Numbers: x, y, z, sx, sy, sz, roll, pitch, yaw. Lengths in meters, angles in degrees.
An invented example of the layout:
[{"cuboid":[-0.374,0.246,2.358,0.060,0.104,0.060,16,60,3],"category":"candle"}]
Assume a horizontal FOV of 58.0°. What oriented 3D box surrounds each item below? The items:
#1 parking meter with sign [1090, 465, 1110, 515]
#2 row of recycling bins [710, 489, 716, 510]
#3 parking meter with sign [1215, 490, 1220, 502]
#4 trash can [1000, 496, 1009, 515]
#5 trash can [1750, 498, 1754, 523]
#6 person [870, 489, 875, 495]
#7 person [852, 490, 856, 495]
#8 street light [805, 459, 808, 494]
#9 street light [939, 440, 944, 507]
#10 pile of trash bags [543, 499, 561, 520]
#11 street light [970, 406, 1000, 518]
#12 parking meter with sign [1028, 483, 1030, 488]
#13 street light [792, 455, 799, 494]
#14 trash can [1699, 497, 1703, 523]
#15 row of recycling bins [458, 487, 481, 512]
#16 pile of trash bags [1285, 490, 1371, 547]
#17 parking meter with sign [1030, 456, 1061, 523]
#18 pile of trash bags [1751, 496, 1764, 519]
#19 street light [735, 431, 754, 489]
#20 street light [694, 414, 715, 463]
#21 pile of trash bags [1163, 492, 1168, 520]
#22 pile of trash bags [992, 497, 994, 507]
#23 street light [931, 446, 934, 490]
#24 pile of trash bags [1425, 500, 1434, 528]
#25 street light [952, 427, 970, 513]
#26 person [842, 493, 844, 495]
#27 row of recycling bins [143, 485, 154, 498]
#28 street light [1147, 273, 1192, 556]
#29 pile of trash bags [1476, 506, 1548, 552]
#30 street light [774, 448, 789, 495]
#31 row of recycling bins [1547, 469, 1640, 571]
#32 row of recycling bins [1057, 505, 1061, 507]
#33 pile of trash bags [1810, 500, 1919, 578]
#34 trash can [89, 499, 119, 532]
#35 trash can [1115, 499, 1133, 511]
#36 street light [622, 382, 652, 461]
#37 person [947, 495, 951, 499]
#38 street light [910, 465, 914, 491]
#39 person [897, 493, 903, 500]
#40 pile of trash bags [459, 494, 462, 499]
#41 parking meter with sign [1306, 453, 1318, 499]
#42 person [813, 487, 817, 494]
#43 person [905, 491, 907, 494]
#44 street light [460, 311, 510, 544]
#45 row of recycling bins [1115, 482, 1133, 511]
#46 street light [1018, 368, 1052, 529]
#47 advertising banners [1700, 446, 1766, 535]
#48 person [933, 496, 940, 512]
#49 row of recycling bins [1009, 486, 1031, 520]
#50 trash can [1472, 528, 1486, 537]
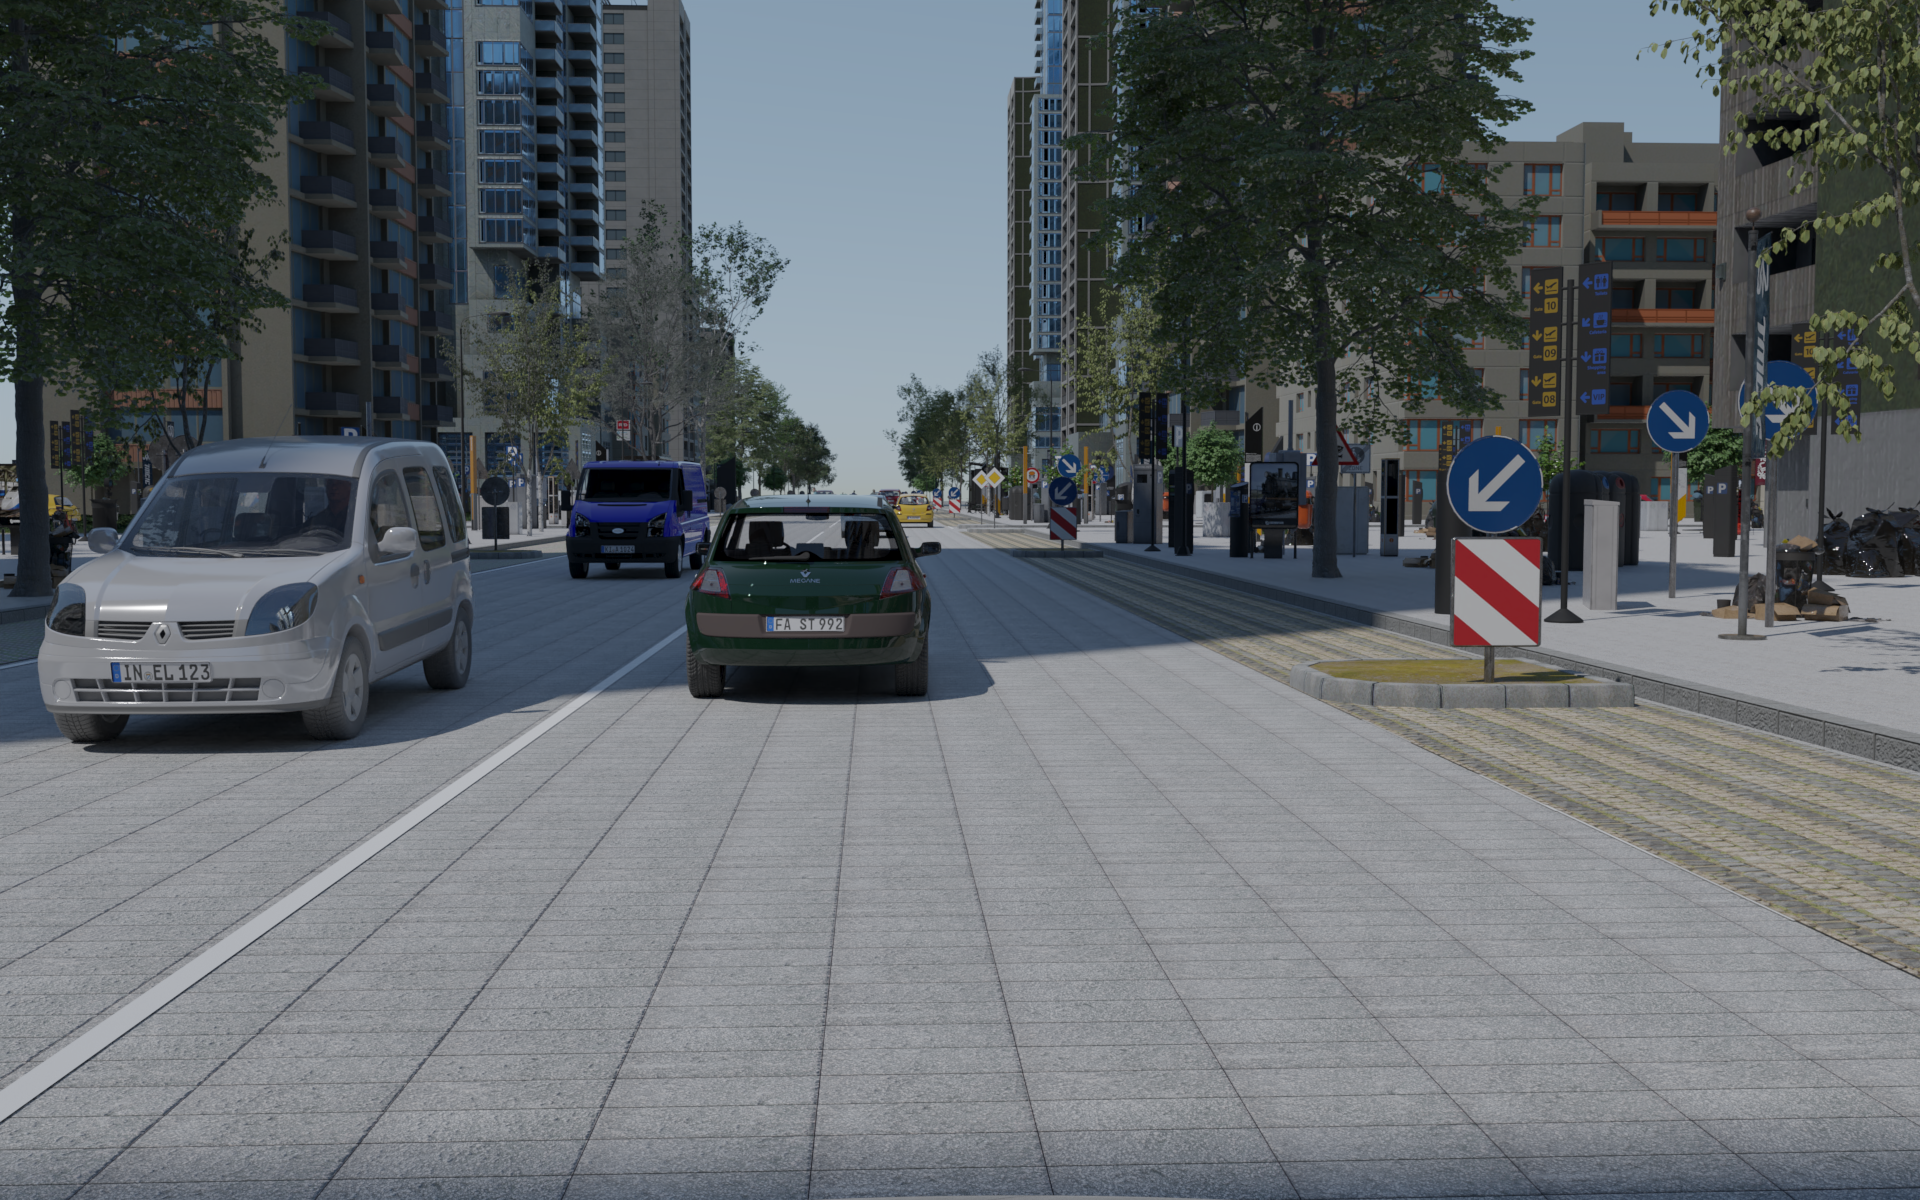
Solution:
[{"cuboid":[8.541,-6.617,104.455,0.543,3.016,1.738,3,5,39],"category":"parking meter with sign"},{"cuboid":[-20.232,-8.110,139.712,3.534,1.692,1.069,-1,4,-22],"category":"row of recycling bins"},{"cuboid":[14.731,-6.227,98.077,0.543,3.016,1.738,1,4,16],"category":"parking meter with sign"},{"cuboid":[2.641,-5.703,104.894,0.748,1.137,0.748,0,3,0],"category":"trash can"},{"cuboid":[25.699,-2.774,57.010,0.748,1.137,0.748,0,3,0],"category":"trash can"},{"cuboid":[-6.508,-7.521,131.651,0.590,1.801,0.661,-3,5,-39],"category":"person"},{"cuboid":[-11.186,-10.730,183.810,0.709,1.838,0.599,-3,5,-40],"category":"person"},{"cuboid":[-21.123,-15.867,231.958,1.470,5.913,1.316,0,4,-3],"category":"street light"},{"cuboid":[-1.208,-10.691,147.335,1.470,5.913,1.316,0,4,-3],"category":"street light"},{"cuboid":[-19.588,-4.696,86.530,1.912,1.369,3.447,1,4,15],"category":"pile of trash bags"},{"cuboid":[1.412,-7.273,91.460,1.470,5.913,1.316,0,4,-3],"category":"street light"},{"cuboid":[3.825,-5.638,88.435,1.738,3.016,0.543,-1,4,-10],"category":"parking meter with sign"},{"cuboid":[-19.590,-14.116,203.338,1.470,5.913,1.316,0,4,-3],"category":"street light"},{"cuboid":[32.819,-3.933,75.961,0.748,1.137,0.748,0,3,0],"category":"trash can"},{"cuboid":[-29.551,-5.958,104.523,3.534,1.692,1.069,-2,4,-28],"category":"row of recycling bins"},{"cuboid":[8.918,-2.044,43.174,1.912,1.369,3.447,2,4,24],"category":"pile of trash bags"},{"cuboid":[3.949,-4.953,77.243,0.543,3.016,1.738,3,4,38],"category":"parking meter with sign"},{"cuboid":[38.005,-4.472,82.877,3.447,1.369,1.912,1,4,21],"category":"pile of trash bags"},{"cuboid":[-16.106,-9.528,128.322,1.470,5.913,1.316,0,4,-3],"category":"street light"},{"cuboid":[-14.813,-7.806,100.161,1.470,5.913,1.316,0,4,-3],"category":"street light"},{"cuboid":[9.902,-4.692,86.459,1.912,1.369,3.447,-1,4,-10],"category":"pile of trash bags"},{"cuboid":[2.779,-7.863,138.309,3.447,1.369,1.912,0,4,-6],"category":"pile of trash bags"},{"cuboid":[-2.252,-11.980,168.409,1.470,5.913,1.316,0,4,-3],"category":"street light"},{"cuboid":[18.352,-3.160,61.416,3.447,1.369,1.912,0,4,-3],"category":"pile of trash bags"},{"cuboid":[0.108,-8.962,119.067,1.470,5.913,1.316,0,4,-3],"category":"street light"},{"cuboid":[-19.549,-17.189,290.344,0.445,1.727,0.742,3,5,41],"category":"person"},{"cuboid":[-36.949,-4.595,82.238,3.534,1.692,1.069,0,4,-5],"category":"row of recycling bins"},{"cuboid":[4.103,-3.868,35.789,1.470,5.913,1.316,0,4,-3],"category":"street light"},{"cuboid":[13.219,-1.771,38.716,3.447,1.369,1.912,-1,4,-9],"category":"pile of trash bags"},{"cuboid":[-18.336,-12.427,175.728,1.470,5.913,1.316,0,4,-3],"category":"street light"},{"cuboid":[11.054,-1.415,30.248,1.069,1.692,3.534,2,4,34],"category":"row of recycling bins"},{"cuboid":[6.246,-6.194,108.392,3.534,1.692,1.069,0,4,7],"category":"row of recycling bins"},{"cuboid":[15.269,-1.060,27.077,3.447,1.369,1.912,0,4,7],"category":"pile of trash bags"},{"cuboid":[-23.738,-2.227,48.066,0.748,1.137,0.748,0,3,0],"category":"trash can"},{"cuboid":[4.465,-2.094,45.891,0.748,1.137,0.748,0,3,0],"category":"trash can"},{"cuboid":[-13.417,-6.069,71.767,1.470,5.913,1.316,0,4,-3],"category":"street light"},{"cuboid":[-1.351,-13.522,229.460,0.709,1.838,0.599,-1,4,-18],"category":"person"},{"cuboid":[-6.161,-17.027,250.933,1.470,5.913,1.316,0,4,-3],"category":"street light"},{"cuboid":[-3.622,-5.751,105.127,0.503,1.515,0.523,-2,4,-29],"category":"person"},{"cuboid":[-26.433,-4.679,86.254,3.447,1.369,1.912,1,4,12],"category":"pile of trash bags"},{"cuboid":[14.792,-4.704,73.173,0.543,3.016,1.738,1,4,14],"category":"parking meter with sign"},{"cuboid":[-8.902,-6.021,106.808,0.748,1.841,0.638,1,4,22],"category":"person"},{"cuboid":[-5.690,-10.505,180.976,1.217,1.735,0.721,2,4,24],"category":"person"},{"cuboid":[-12.118,-4.376,44.089,1.470,5.913,1.316,0,4,-3],"category":"street light"},{"cuboid":[5.971,-3.278,60.715,1.069,1.692,3.534,0,4,8],"category":"row of recycling bins"},{"cuboid":[2.826,-5.590,63.930,1.470,5.913,1.316,0,4,-3],"category":"street light"},{"cuboid":[24.209,-3.535,53.978,2.074,3.025,0.090,1,4,13],"category":"advertising banners"},{"cuboid":[-1.877,-7.808,137.006,0.563,1.720,0.643,-1,4,-14],"category":"person"},{"cuboid":[2.963,-4.828,86.056,1.069,1.692,3.534,0,4,-4],"category":"row of recycling bins"},{"cuboid":[8.183,-0.915,26.611,0.748,1.137,0.748,0,3,0],"category":"trash can"}]
